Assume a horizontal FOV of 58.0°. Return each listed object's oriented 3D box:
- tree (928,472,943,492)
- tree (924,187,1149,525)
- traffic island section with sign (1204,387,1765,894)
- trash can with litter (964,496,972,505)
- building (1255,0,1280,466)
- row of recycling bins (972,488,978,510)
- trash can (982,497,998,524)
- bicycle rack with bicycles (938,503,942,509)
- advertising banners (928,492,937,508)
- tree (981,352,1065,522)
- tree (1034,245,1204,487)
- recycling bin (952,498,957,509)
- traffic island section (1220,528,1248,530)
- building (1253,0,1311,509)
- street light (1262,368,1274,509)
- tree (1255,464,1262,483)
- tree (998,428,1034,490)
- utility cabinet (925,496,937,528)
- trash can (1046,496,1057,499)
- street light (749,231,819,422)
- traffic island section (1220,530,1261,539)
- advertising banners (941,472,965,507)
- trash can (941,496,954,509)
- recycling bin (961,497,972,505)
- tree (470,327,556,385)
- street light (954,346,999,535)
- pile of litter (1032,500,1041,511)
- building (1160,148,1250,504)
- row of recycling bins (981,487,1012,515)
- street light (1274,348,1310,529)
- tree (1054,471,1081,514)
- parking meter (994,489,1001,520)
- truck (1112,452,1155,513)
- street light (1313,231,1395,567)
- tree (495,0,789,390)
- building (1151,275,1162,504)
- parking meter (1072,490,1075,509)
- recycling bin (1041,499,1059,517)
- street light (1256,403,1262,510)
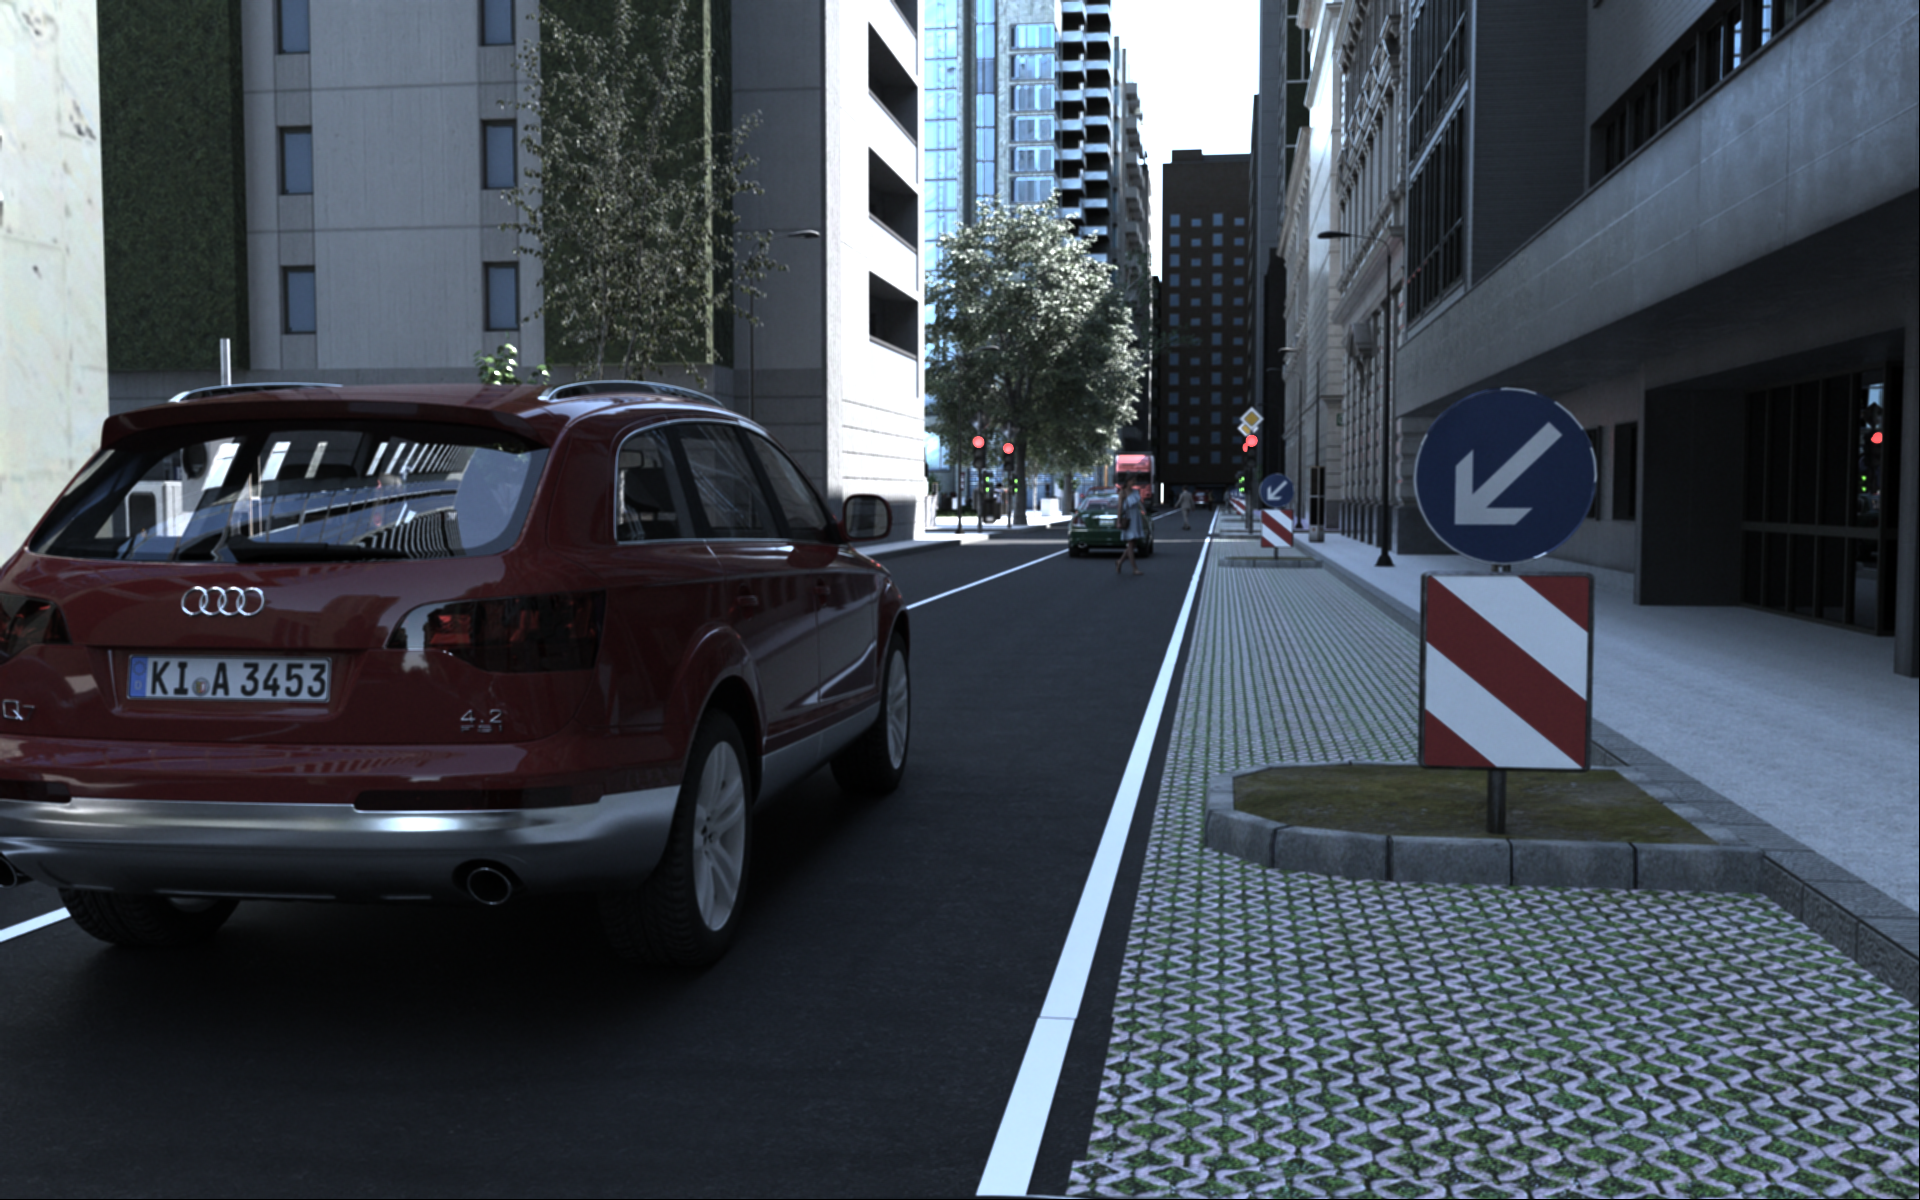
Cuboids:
[{"bbox_3d":[-2.363,-8.879,139.774,1.663,3.219,1.824,0,3,0],"label":"tree"},{"bbox_3d":[2.387,-10.090,71.621,9.857,13.997,8.962,0,3,0],"label":"tree"},{"bbox_3d":[2.038,0.085,7.241,1.989,1.847,2.006,1,4,9],"label":"traffic island section with sign"},{"bbox_3d":[0.870,-7.525,134.414,1.055,1.170,0.624,-1,4,-17],"label":"trash can with litter"},{"bbox_3d":[40.578,-38.695,174.668,21.231,58.520,28.212,1,4,9],"label":"building"},{"bbox_3d":[1.511,-6.226,108.913,1.069,1.692,3.534,1,4,13],"label":"row of recycling bins"},{"bbox_3d":[1.266,-3.872,74.957,0.748,1.137,0.748,0,3,0],"label":"trash can"},{"bbox_3d":[-2.302,-6.817,124.837,2.925,0.926,2.852,1,4,11],"label":"bicycle rack with bicycles"},{"bbox_3d":[-2.315,-6.316,99.450,2.074,3.025,0.090,1,4,22],"label":"advertising banners"},{"bbox_3d":[3.263,-7.888,79.329,4.737,8.622,4.395,0,3,0],"label":"tree"},{"bbox_3d":[11.639,-16.836,131.161,12.611,20.169,13.585,0,3,0],"label":"tree"},{"bbox_3d":[-0.572,-6.487,118.609,0.722,1.027,0.722,0,4,-2],"label":"recycling bin"},{"bbox_3d":[10.567,-2.529,63.635,2.009,0.180,2.903,1,4,9],"label":"traffic island section"},{"bbox_3d":[36.092,-43.549,150.274,20.563,71.187,20.611,1,4,9],"label":"building"},{"bbox_3d":[12.032,-5.600,64.104,1.470,5.913,1.316,1,4,9],"label":"street light"},{"bbox_3d":[25.410,-9.594,140.568,4.285,4.588,4.351,0,3,0],"label":"tree"},{"bbox_3d":[4.503,-10.294,118.671,4.360,8.622,3.978,0,3,0],"label":"tree"},{"bbox_3d":[-1.202,-3.320,65.445,0.306,1.237,1.020,1,4,20],"label":"utility cabinet"},{"bbox_3d":[6.043,-6.296,114.588,0.748,1.137,0.748,0,3,0],"label":"trash can"},{"bbox_3d":[-3.174,-3.563,30.793,1.470,5.913,1.316,1,4,9],"label":"street light"},{"bbox_3d":[9.372,-2.046,55.739,2.009,0.180,2.903,1,4,9],"label":"traffic island section"},{"bbox_3d":[-0.572,-8.659,137.764,2.074,3.025,0.090,-1,4,-13],"label":"advertising banners"},{"bbox_3d":[-0.761,-5.681,104.536,0.748,1.137,0.748,0,3,0],"label":"trash can"},{"bbox_3d":[0.540,-7.744,139.176,0.722,1.027,0.722,1,4,20],"label":"recycling bin"},{"bbox_3d":[-5.333,-1.567,20.222,1.663,3.219,1.824,0,3,0],"label":"tree"},{"bbox_3d":[0.528,-5.025,54.697,1.470,5.913,1.316,1,4,9],"label":"street light"},{"bbox_3d":[6.428,-7.360,134.299,1.719,0.858,1.176,0,4,0],"label":"pile of litter"},{"bbox_3d":[33.685,-35.285,227.026,14.200,45.320,14.600,1,4,9],"label":"building"},{"bbox_3d":[2.373,-6.012,105.414,1.069,1.692,3.534,1,4,16],"label":"row of recycling bins"},{"bbox_3d":[10.853,-5.061,55.287,1.470,5.913,1.316,1,4,9],"label":"street light"},{"bbox_3d":[6.989,-7.121,111.027,1.663,3.219,1.824,0,3,0],"label":"tree"},{"bbox_3d":[1.860,-4.733,85.795,0.372,1.533,0.369,0,3,0],"label":"parking meter"},{"bbox_3d":[11.922,-7.884,117.818,2.839,4.237,11.283,0,4,7],"label":"truck"},{"bbox_3d":[7.013,-3.557,30.698,1.470,5.913,1.316,1,4,9],"label":"street light"},{"bbox_3d":[-4.848,-4.576,25.183,4.360,8.622,3.978,0,3,0],"label":"tree"},{"bbox_3d":[19.686,-28.004,229.566,14.107,30.474,14.160,1,4,9],"label":"building"},{"bbox_3d":[6.629,-5.783,102.960,0.372,1.533,0.369,0,3,0],"label":"parking meter"},{"bbox_3d":[4.939,-5.065,95.371,0.722,1.027,0.722,3,5,43],"label":"recycling bin"},{"bbox_3d":[15.816,-7.098,88.597,1.470,5.913,1.316,1,4,9],"label":"street light"}]
